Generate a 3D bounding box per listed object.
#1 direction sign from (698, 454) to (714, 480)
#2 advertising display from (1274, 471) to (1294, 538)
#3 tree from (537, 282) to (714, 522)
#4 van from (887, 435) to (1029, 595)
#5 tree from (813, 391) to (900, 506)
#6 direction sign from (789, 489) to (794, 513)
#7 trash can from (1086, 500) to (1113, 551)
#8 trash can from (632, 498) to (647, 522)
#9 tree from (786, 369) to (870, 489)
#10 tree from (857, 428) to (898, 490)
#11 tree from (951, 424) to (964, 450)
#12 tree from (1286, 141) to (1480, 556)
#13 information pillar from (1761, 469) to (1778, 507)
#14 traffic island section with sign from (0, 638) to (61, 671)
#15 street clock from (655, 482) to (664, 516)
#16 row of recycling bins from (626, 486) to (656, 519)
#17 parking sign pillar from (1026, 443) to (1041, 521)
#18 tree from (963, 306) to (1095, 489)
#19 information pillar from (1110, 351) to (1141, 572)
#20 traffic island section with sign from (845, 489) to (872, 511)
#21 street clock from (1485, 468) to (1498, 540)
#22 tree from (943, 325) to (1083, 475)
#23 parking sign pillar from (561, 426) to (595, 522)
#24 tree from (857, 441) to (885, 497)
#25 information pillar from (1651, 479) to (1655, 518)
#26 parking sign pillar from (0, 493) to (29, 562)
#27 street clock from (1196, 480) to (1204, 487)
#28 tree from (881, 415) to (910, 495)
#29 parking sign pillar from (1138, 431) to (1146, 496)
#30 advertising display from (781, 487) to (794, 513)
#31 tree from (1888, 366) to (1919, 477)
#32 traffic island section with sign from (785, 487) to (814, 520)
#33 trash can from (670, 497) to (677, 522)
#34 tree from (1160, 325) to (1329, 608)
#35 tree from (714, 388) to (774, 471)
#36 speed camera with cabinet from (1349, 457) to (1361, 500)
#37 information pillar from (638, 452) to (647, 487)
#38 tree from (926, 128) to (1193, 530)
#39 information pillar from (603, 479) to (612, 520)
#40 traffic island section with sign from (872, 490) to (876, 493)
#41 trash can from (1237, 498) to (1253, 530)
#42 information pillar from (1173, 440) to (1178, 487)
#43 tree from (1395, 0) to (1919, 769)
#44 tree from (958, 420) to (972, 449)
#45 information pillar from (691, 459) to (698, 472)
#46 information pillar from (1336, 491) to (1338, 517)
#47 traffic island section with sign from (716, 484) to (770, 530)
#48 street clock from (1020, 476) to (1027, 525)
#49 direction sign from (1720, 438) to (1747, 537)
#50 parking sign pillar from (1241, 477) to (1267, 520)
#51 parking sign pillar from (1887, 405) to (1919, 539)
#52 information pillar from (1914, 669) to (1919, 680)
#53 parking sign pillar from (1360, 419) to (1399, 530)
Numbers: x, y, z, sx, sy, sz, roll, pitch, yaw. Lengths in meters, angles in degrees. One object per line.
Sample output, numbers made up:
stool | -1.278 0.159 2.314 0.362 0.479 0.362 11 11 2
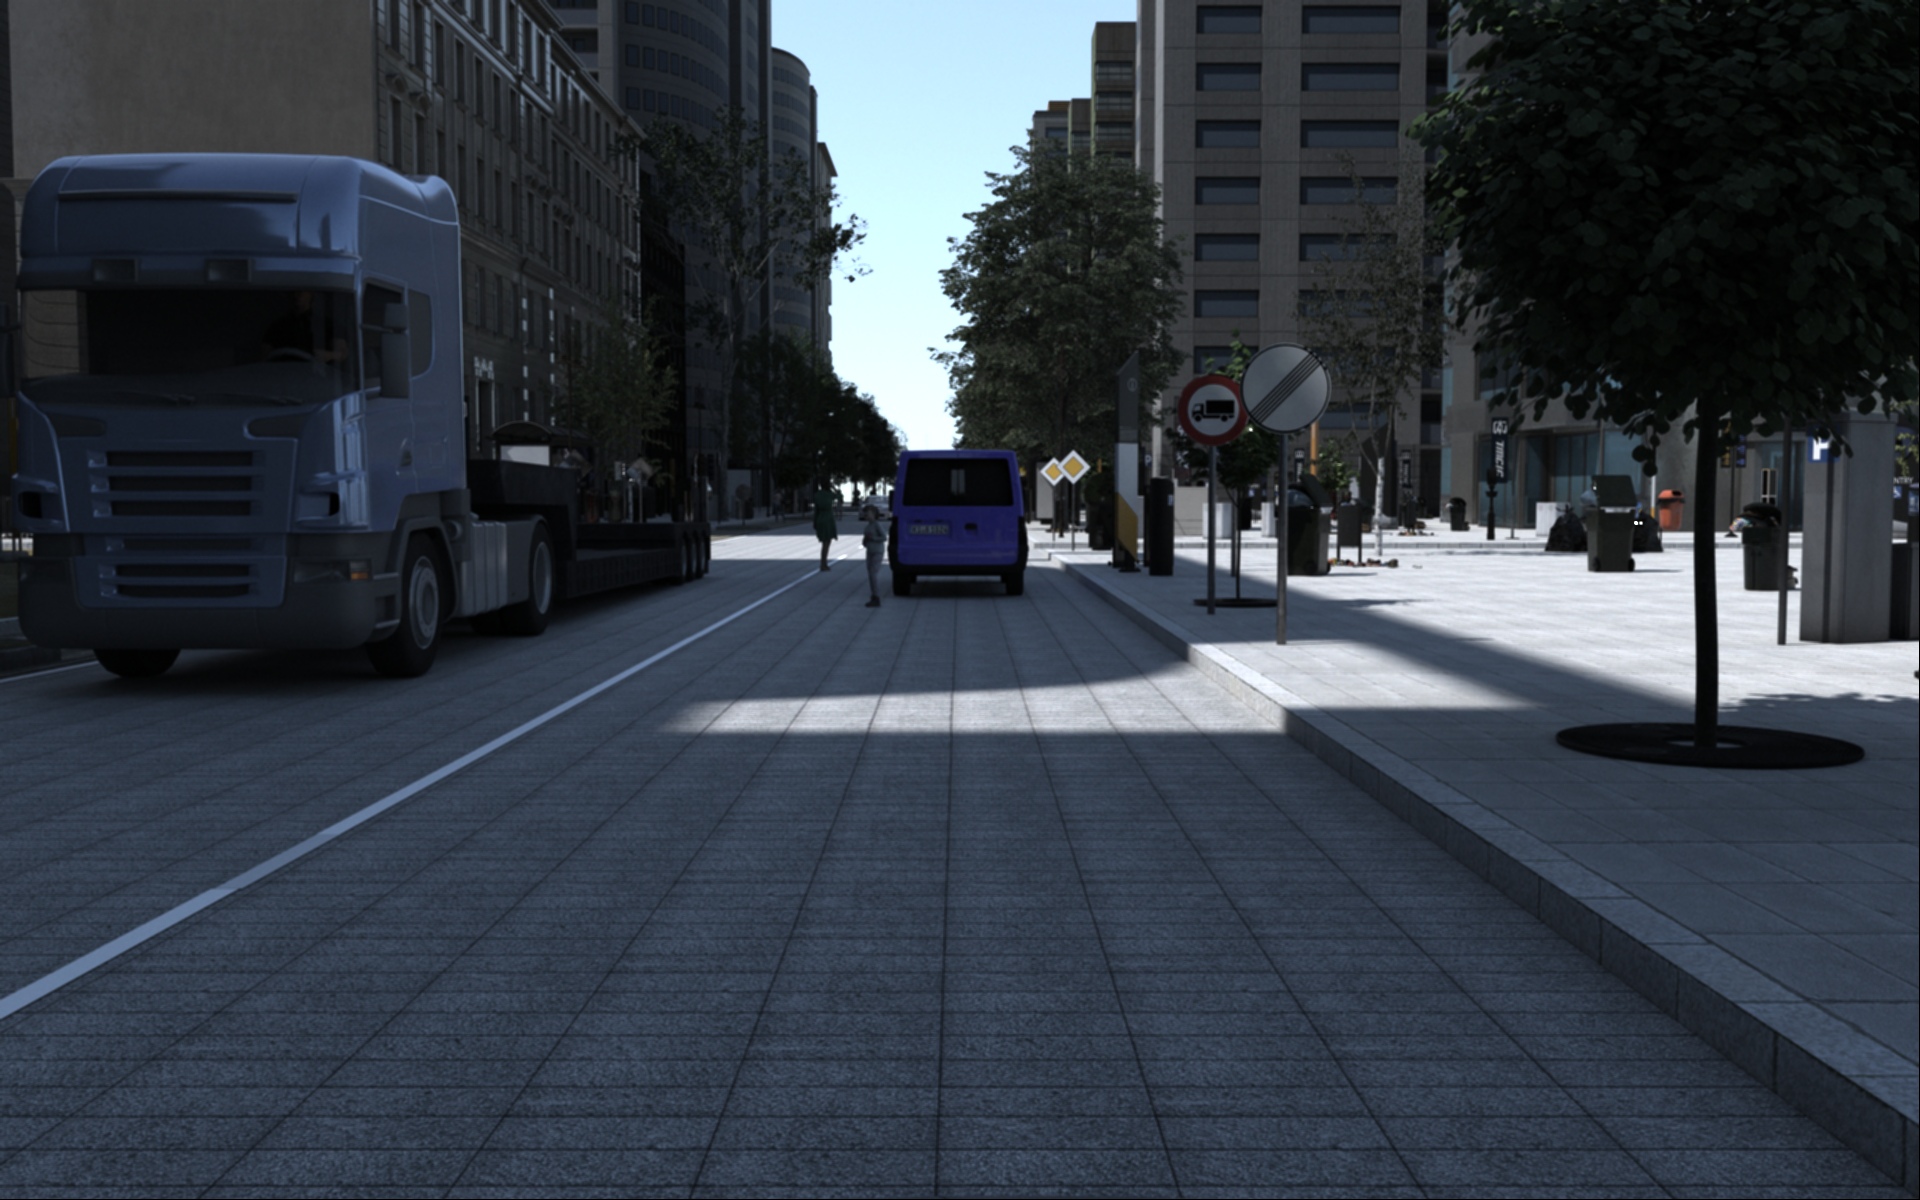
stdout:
direction sign | -14.399 -6.499 98.252 0.876 3.537 0.379 -1 4 -19
advertising display | 9.292 -2.721 49.705 0.123 1.923 0.974 -1 4 -17
tree | -11.424 -6.682 59.607 4.737 8.622 4.395 0 3 0
van | -0.024 -1.332 26.169 2.240 2.365 5.245 0 3 0
tree | -11.167 -16.498 186.741 9.611 12.733 9.660 0 3 0
direction sign | -11.408 -7.635 116.825 0.379 3.537 0.876 -2 4 -32
trash can | 3.241 -1.705 39.526 0.748 1.137 0.748 0 3 0
trash can | -12.514 -3.413 67.449 0.748 1.137 0.748 0 3 0
tree | -11.882 -14.554 156.088 7.486 12.596 7.792 0 3 0
tree | -11.356 -17.488 220.339 7.601 10.594 8.767 -3 5 -42
tree | 4.139 -16.924 187.084 12.009 13.543 11.850 0 3 0
tree | 8.711 -5.231 35.885 4.360 8.622 3.978 0 3 0
information pillar | 23.674 -2.825 50.686 0.304 2.012 0.304 -1 4 -13
traffic island section with sign | -8.685 -0.348 14.315 1.989 1.847 2.006 0 3 0
street clock | -17.328 -5.833 99.940 0.358 2.002 0.471 2 4 33
row of recycling bins | -16.742 -5.132 91.013 1.069 1.692 3.534 0 4 5
parking sign pillar | 3.483 -5.815 83.550 1.447 3.967 1.447 0 4 -7
tree | 3.725 -10.153 91.752 9.928 11.665 9.643 0 3 0
information pillar | 2.734 -2.262 28.346 0.504 3.616 0.183 -3 5 -42
traffic island section with sign | -8.685 -8.438 146.586 1.989 1.847 2.006 0 3 0
street clock | 14.826 -2.676 48.317 0.358 2.002 0.471 1 4 10
tree | 3.696 -11.946 112.318 9.611 12.733 9.660 0 3 0
parking sign pillar | -15.065 -4.877 68.212 1.447 3.967 1.447 1 4 19
tree | -10.941 -15.163 198.281 4.360 8.622 3.978 0 3 0
information pillar | 19.628 -3.526 48.997 0.183 3.616 0.504 1 4 23
parking sign pillar | -18.561 -2.717 32.891 1.447 3.967 1.447 -2 4 -35
street clock | 12.801 -5.355 92.126 0.471 2.002 0.358 0 4 5
tree | -11.668 -21.774 266.376 12.009 13.543 11.850 0 3 0
parking sign pillar | 7.023 -5.051 71.064 1.447 3.967 1.447 -3 4 -38
advertising display | -11.727 -6.879 117.681 0.974 1.923 0.123 -2 4 -33
tree | 19.793 -5.128 34.208 4.737 8.622 4.395 0 3 0
traffic island section with sign | -8.687 -5.376 96.527 1.989 1.847 2.006 0 3 0
trash can | -12.686 -4.056 77.965 0.748 1.137 0.748 0 3 0
tree | 3.092 -1.553 19.998 1.663 3.219 1.824 0 3 0
tree | -15.023 -10.254 118.007 4.737 8.622 4.395 0 3 0
speed camera with cabinet | 21.487 -5.984 92.166 0.660 3.252 2.038 3 5 43
information pillar | -17.651 -6.417 96.278 0.504 3.616 0.183 0 4 -2
tree | 3.699 -9.491 61.832 9.857 13.997 8.962 0 3 0
information pillar | -17.187 -4.894 84.509 0.304 2.012 0.304 1 4 16
traffic island section with sign | -8.687 -10.116 174.017 1.989 1.847 2.006 0 3 0
trash can | 10.167 -3.093 62.224 0.748 1.137 0.748 0 3 0
information pillar | 6.997 -3.971 56.287 0.183 3.616 0.504 0 4 -2
tree | 3.838 -1.528 8.697 4.285 4.588 4.351 0 3 0
tree | 3.437 -19.643 239.295 7.486 12.596 7.792 0 3 0
information pillar | -17.803 -7.650 116.435 0.504 3.616 0.183 1 4 21
information pillar | 19.852 -5.356 92.067 0.304 2.012 0.304 -2 4 -32
traffic island section with sign | -8.679 -3.727 69.572 1.989 1.847 2.006 0 3 0
street clock | 2.494 -3.945 69.066 0.358 2.002 0.471 -1 4 -20
direction sign | 22.982 -3.640 51.507 0.379 3.537 0.876 -2 4 -26
parking sign pillar | 14.604 -5.963 85.963 1.447 3.967 1.447 -3 5 -40
parking sign pillar | 27.048 -3.752 49.819 1.447 3.967 1.447 -2 4 -30
information pillar | 6.749 -1.258 11.919 0.183 3.616 0.504 1 4 19
parking sign pillar | 15.122 -4.530 62.538 1.447 3.967 1.447 -3 5 -44
